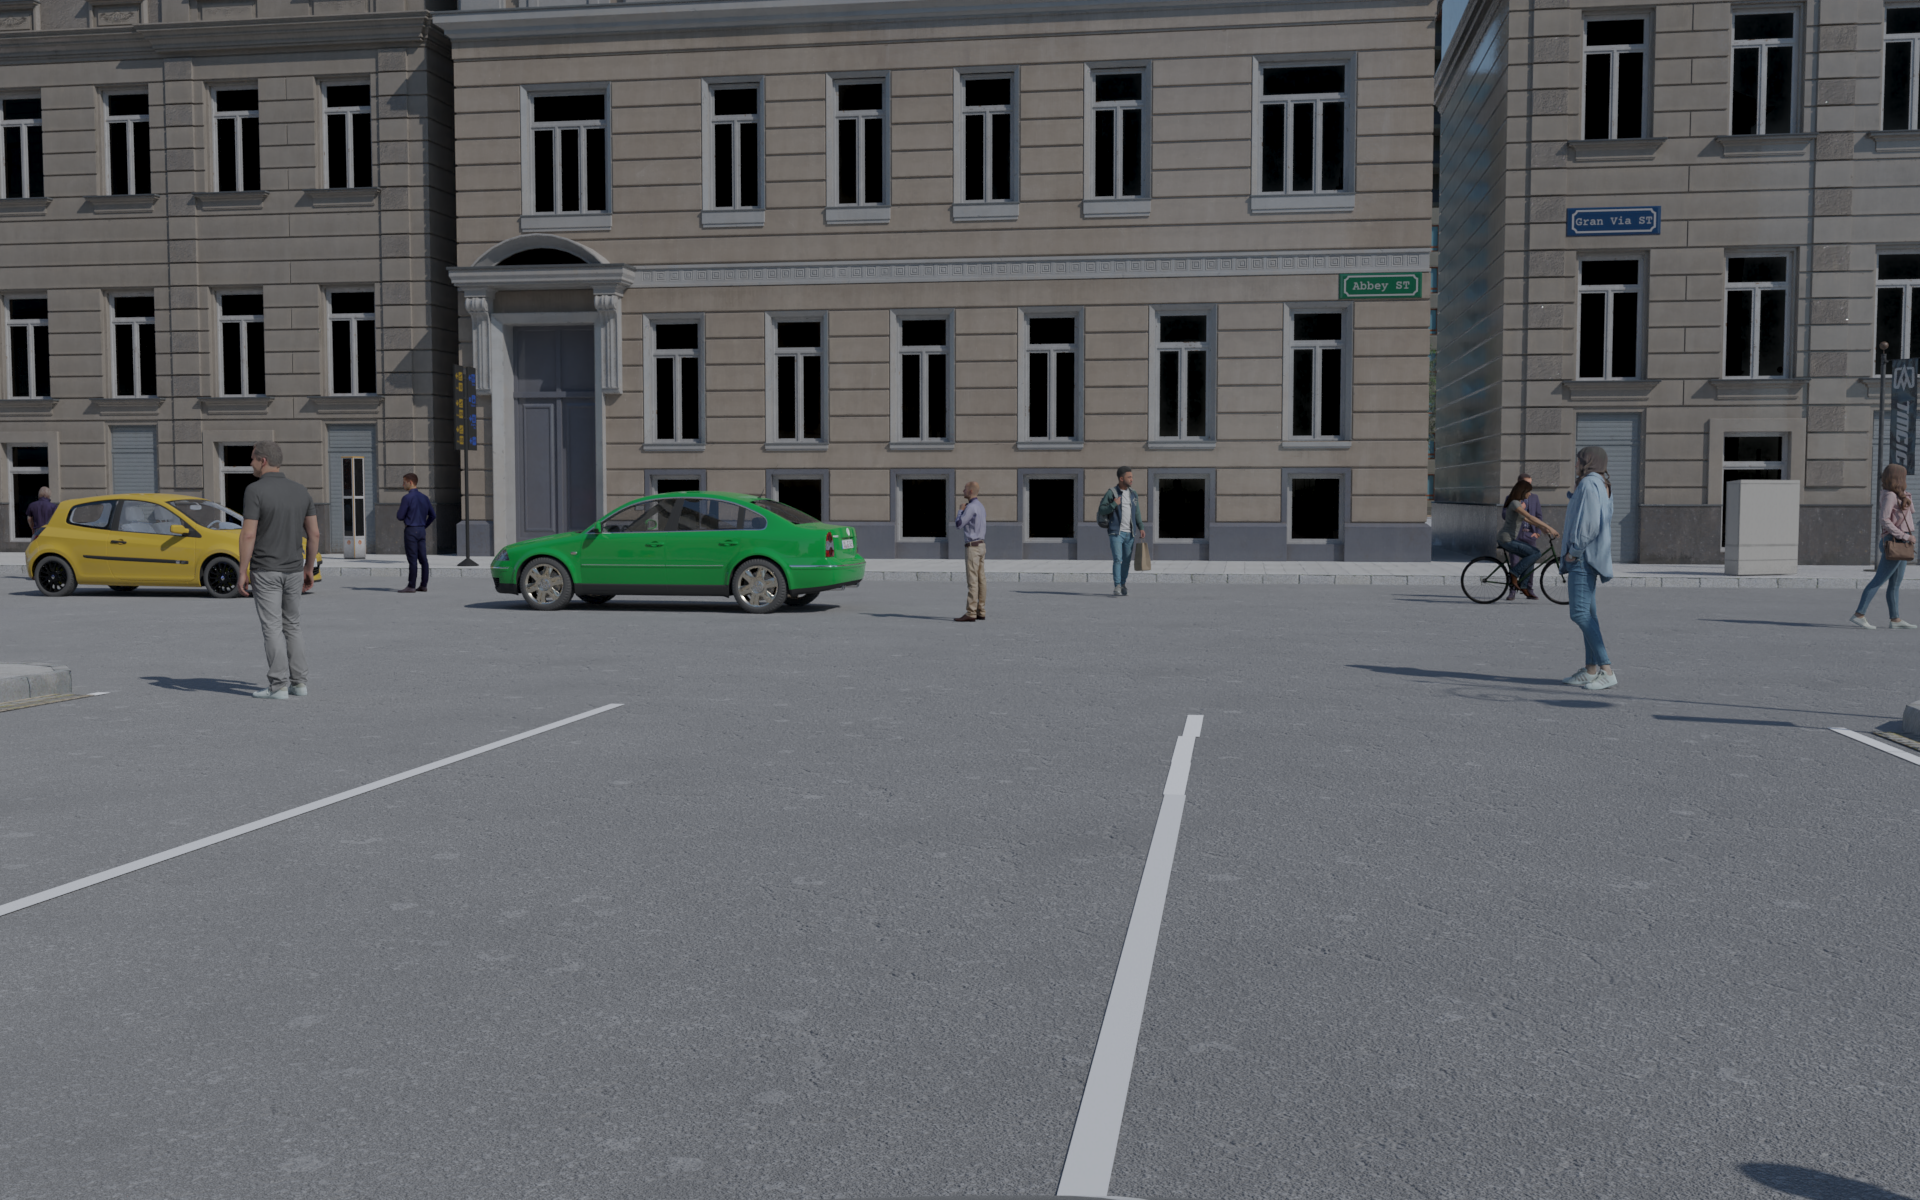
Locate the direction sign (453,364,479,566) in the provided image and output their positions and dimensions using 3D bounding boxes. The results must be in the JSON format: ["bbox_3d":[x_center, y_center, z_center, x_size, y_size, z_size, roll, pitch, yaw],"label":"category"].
[{"bbox_3d":[-8.769,-2.371,30.762,0.379,3.537,0.876,0,4,8],"label":"direction sign"}]

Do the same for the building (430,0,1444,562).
[{"bbox_3d":[0.253,-15.499,39.313,20.117,28.700,13.634,1,4,9],"label":"building"}]

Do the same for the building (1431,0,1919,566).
[{"bbox_3d":[22.790,-14.528,34.802,25.104,27.353,12.463,1,4,9],"label":"building"}]

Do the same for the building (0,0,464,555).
[{"bbox_3d":[-22.043,-15.036,43.110,25.104,27.353,12.463,1,4,9],"label":"building"}]

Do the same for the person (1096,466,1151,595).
[{"bbox_3d":[2.318,-0.962,24.216,0.794,1.824,0.713,-1,4,-9],"label":"person"}]

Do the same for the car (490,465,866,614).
[{"bbox_3d":[-3.567,-0.791,21.732,4.718,1.807,1.959,1,4,11],"label":"car"}]

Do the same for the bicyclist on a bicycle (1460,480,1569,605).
[{"bbox_3d":[7.312,-0.757,22.397,1.625,1.676,1.499,1,4,9],"label":"bicyclist on a bicycle"}]

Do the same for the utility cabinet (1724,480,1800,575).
[{"bbox_3d":[12.642,-1.140,27.312,1.173,1.500,0.318,-1,4,-19],"label":"utility cabinet"}]

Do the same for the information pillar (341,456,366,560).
[{"bbox_3d":[-11.901,-1.804,33.995,0.304,2.012,0.304,2,4,26],"label":"information pillar"}]

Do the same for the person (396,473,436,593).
[{"bbox_3d":[-8.008,-0.984,25.289,0.504,1.737,0.576,1,4,14],"label":"person"}]

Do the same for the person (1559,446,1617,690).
[{"bbox_3d":[4.716,-0.256,12.946,0.793,1.790,0.793,0,4,-7],"label":"person"}]

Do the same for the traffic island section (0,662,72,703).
[{"bbox_3d":[-7.550,0.642,11.789,2.009,0.180,2.903,1,4,9],"label":"traffic island section"}]

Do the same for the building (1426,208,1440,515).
[{"bbox_3d":[43.981,-16.631,116.955,27.650,21.520,28.899,1,4,9],"label":"building"}]

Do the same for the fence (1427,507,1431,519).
[{"bbox_3d":[21.296,-3.867,78.601,0.278,0.683,2.069,-1,4,-18],"label":"fence"}]

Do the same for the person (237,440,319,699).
[{"bbox_3d":[-4.820,-0.219,12.206,0.434,1.807,0.598,3,5,43],"label":"person"}]

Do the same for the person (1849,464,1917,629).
[{"bbox_3d":[9.836,-0.570,18.405,0.643,1.750,0.593,2,4,27],"label":"person"}]

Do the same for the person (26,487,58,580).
[{"bbox_3d":[-15.341,-1.111,28.867,0.569,1.553,0.471,2,4,29],"label":"person"}]

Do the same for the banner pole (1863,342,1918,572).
[{"bbox_3d":[15.280,-2.345,28.363,0.401,3.779,0.863,-2,4,-24],"label":"banner pole"}]

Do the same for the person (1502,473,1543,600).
[{"bbox_3d":[7.605,-0.858,23.446,0.541,1.710,0.530,1,4,11],"label":"person"}]

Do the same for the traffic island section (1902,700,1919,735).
[{"bbox_3d":[6.552,0.784,9.470,2.009,0.180,2.903,1,4,9],"label":"traffic island section"}]

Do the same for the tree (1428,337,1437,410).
[{"bbox_3d":[23.917,-10.632,99.591,9.928,11.665,9.643,0,3,0],"label":"tree"}]

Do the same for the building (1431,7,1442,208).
[{"bbox_3d":[46.714,-29.993,145.013,22.147,44.769,28.867,1,4,9],"label":"building"}]

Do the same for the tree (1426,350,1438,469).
[{"bbox_3d":[23.316,-8.419,88.011,4.360,8.622,3.978,0,3,0],"label":"tree"}]

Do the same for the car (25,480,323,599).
[{"bbox_3d":[-11.134,-0.884,24.674,3.980,1.641,2.015,1,4,9],"label":"car"}]

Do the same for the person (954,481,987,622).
[{"bbox_3d":[0.123,-0.550,19.554,0.319,1.574,0.516,2,4,28],"label":"person"}]
